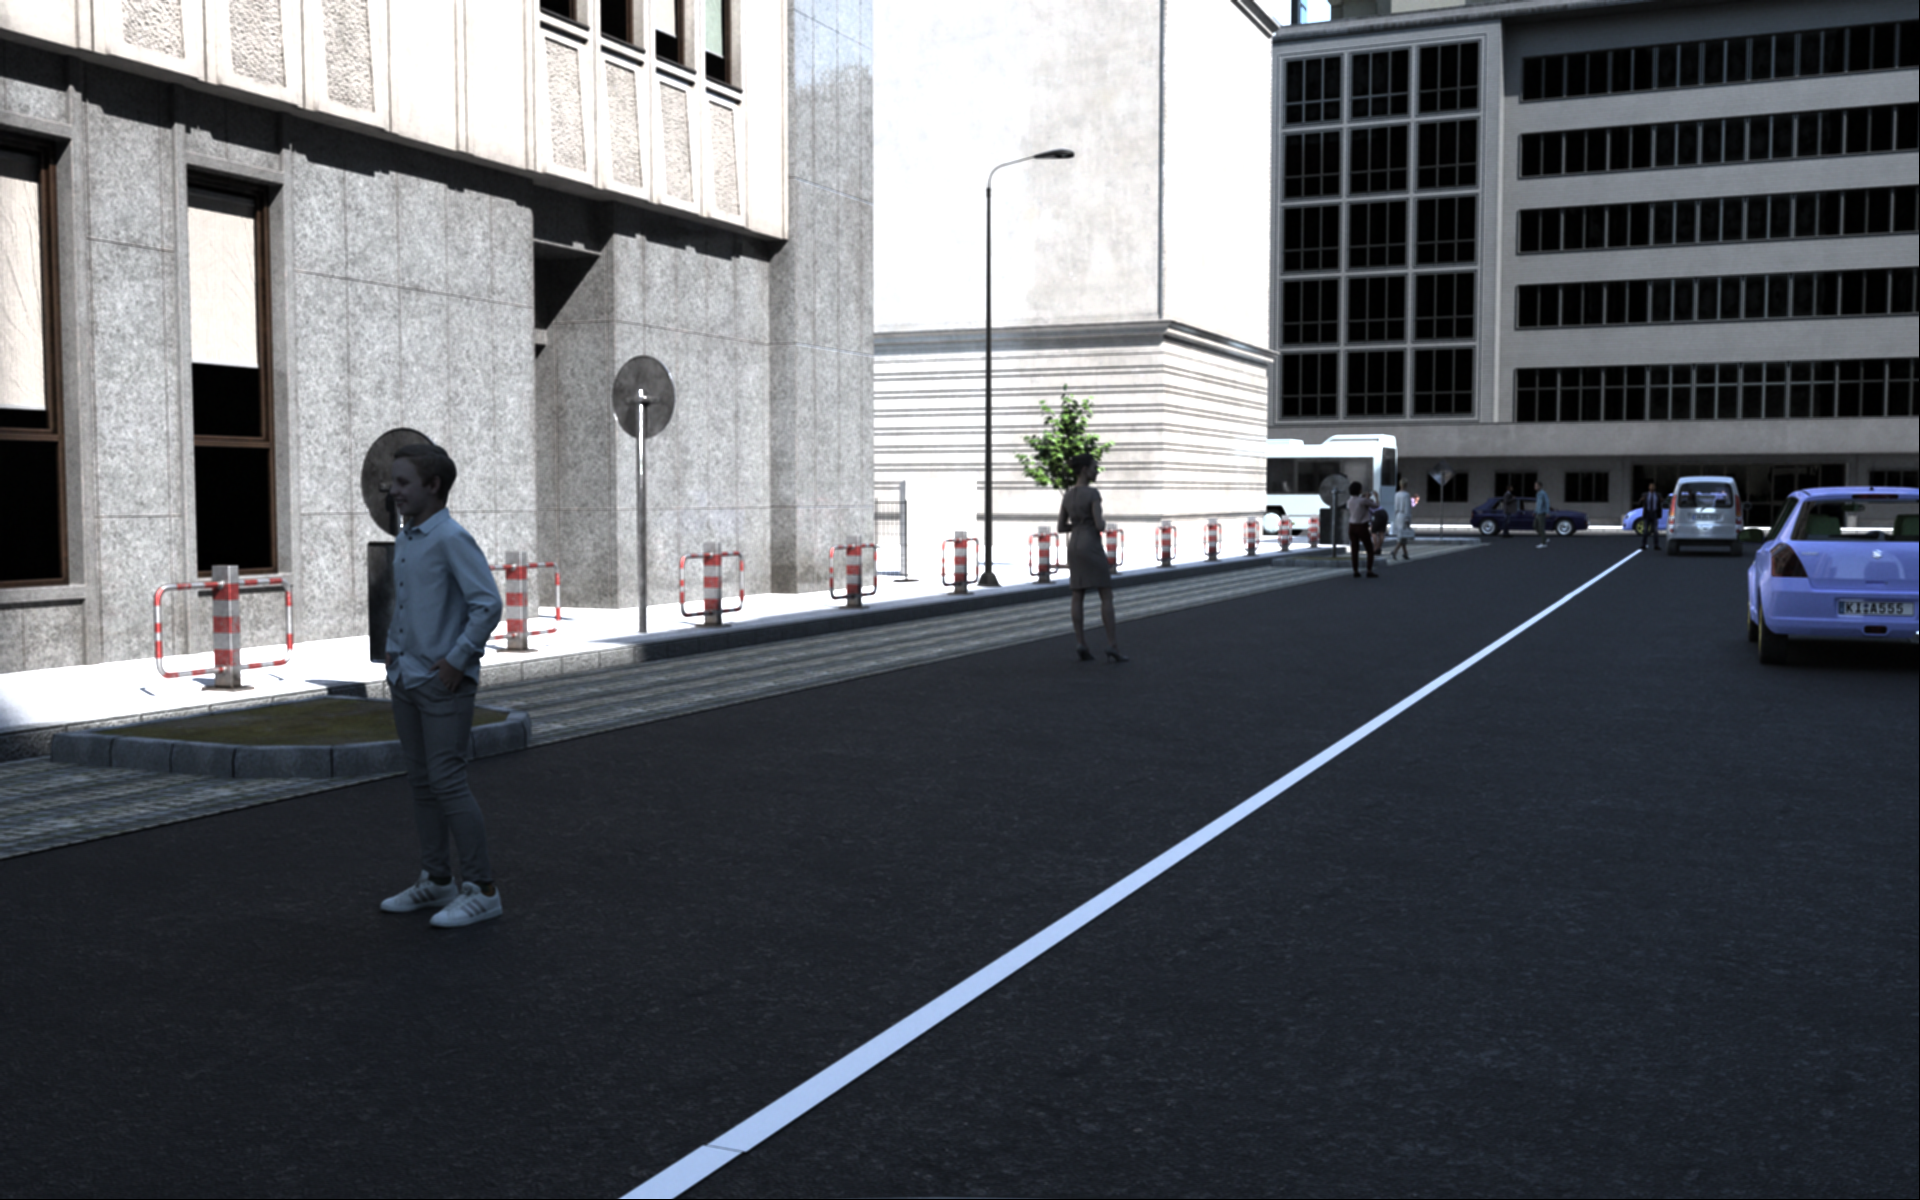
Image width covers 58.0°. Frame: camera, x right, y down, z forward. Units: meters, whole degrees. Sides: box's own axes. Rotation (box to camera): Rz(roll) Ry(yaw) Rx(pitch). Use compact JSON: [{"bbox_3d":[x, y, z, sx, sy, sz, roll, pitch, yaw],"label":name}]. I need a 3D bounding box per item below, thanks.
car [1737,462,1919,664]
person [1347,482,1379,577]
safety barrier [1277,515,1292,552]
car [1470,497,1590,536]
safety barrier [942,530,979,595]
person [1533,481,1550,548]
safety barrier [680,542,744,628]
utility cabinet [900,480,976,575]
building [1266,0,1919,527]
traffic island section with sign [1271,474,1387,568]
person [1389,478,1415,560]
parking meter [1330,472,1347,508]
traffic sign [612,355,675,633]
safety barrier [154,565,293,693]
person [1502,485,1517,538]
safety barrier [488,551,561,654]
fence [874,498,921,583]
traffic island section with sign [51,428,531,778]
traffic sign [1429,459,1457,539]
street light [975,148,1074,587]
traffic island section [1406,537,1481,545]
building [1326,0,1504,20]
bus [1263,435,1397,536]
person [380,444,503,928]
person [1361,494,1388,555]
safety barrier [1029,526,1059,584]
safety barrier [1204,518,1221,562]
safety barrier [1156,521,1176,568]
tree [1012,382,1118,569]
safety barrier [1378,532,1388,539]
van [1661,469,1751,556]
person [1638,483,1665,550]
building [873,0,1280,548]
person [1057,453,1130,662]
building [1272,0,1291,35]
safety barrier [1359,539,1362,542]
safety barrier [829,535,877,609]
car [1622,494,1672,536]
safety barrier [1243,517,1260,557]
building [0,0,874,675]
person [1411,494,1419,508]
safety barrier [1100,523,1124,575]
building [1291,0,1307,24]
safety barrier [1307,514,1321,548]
[{"bbox_3d":[8.050,-0.365,15.563,1.945,1.707,3.694,1,4,22],"label":"car"},{"bbox_3d":[6.953,-1.219,29.891,0.566,1.644,0.517,0,4,-4],"label":"person"},{"bbox_3d":[7.206,-1.475,38.387,0.300,0.817,1.120,2,4,24],"label":"safety barrier"},{"bbox_3d":[19.667,-2.885,59.751,3.894,1.354,1.945,1,4,23],"label":"car"},{"bbox_3d":[0.010,-0.479,22.113,0.300,0.817,1.120,2,4,24],"label":"safety barrier"},{"bbox_3d":[15.559,-2.290,46.279,0.444,1.785,0.601,0,4,7],"label":"person"},{"bbox_3d":[-2.384,-0.148,16.698,0.300,0.817,1.120,2,4,24],"label":"safety barrier"},{"bbox_3d":[-0.351,-1.139,27.307,1.173,1.500,0.318,-1,4,-21],"label":"utility cabinet"},{"bbox_3d":[28.130,-15.530,72.988,30.058,24.678,14.314,2,4,24],"label":"building"},{"bbox_3d":[7.381,-1.571,34.322,1.989,1.847,2.006,2,4,24],"label":"traffic island section with sign"},{"bbox_3d":[9.554,-1.755,37.539,0.624,1.780,0.694,-1,4,-11],"label":"person"},{"bbox_3d":[9.858,-2.407,45.071,0.399,1.863,0.255,-2,4,-28],"label":"parking meter"},{"bbox_3d":[-2.934,-0.968,15.938,0.768,2.556,0.104,2,4,33],"label":"traffic sign"},{"bbox_3d":[-4.779,0.183,11.287,0.300,0.817,1.120,2,4,24],"label":"safety barrier"},{"bbox_3d":[18.094,-2.915,56.976,0.431,1.722,0.655,1,4,21],"label":"person"},{"bbox_3d":[-3.581,0.017,13.994,0.300,0.817,1.120,2,4,24],"label":"safety barrier"},{"bbox_3d":[-1.635,-0.894,25.822,2.264,1.192,0.480,2,4,35],"label":"fence"},{"bbox_3d":[-3.531,-0.063,9.665,1.989,1.847,2.006,2,4,24],"label":"traffic island section with sign"},{"bbox_3d":[13.792,-2.808,49.561,0.795,2.450,0.064,2,4,24],"label":"traffic sign"},{"bbox_3d":[0.886,-3.126,23.650,1.470,5.913,1.316,2,4,24],"label":"street light"},{"bbox_3d":[13.768,-1.673,49.632,2.009,0.180,2.903,2,4,24],"label":"traffic island section"},{"bbox_3d":[42.452,-31.964,146.305,21.300,48.544,21.600,2,4,24],"label":"building"},{"bbox_3d":[7.535,-3.828,57.447,13.247,3.499,2.948,2,4,25],"label":"bus"},{"bbox_3d":[-1.810,0.268,5.932,0.330,1.601,0.589,-3,4,-38],"label":"person"},{"bbox_3d":[9.659,-1.758,40.484,0.421,1.427,0.697,-3,5,-44],"label":"person"},{"bbox_3d":[1.207,-0.645,24.821,0.300,0.817,1.120,2,4,24],"label":"safety barrier"},{"bbox_3d":[4.810,-1.144,32.972,0.300,0.817,1.120,2,4,24],"label":"safety barrier"},{"bbox_3d":[3.602,-0.977,30.245,0.300,0.817,1.120,2,4,24],"label":"safety barrier"},{"bbox_3d":[1.862,-2.174,30.146,1.663,3.219,1.824,0,3,0],"label":"tree"},{"bbox_3d":[11.994,-2.137,49.214,0.300,0.817,1.120,2,4,24],"label":"safety barrier"},{"bbox_3d":[17.857,-2.108,41.481,2.013,2.044,4.112,2,4,23],"label":"van"},{"bbox_3d":[17.724,-2.145,44.397,0.655,1.722,0.431,2,4,23],"label":"person"},{"bbox_3d":[-2.174,-12.997,48.659,21.152,22.565,11.583,2,4,24],"label":"building"},{"bbox_3d":[1.143,-0.372,14.928,0.374,1.781,0.599,-3,5,-43],"label":"person"},{"bbox_3d":[0.133,-18.771,84.395,29.804,29.767,11.434,2,4,24],"label":"building"},{"bbox_3d":[10.795,-1.972,46.511,0.300,0.817,1.120,2,4,24],"label":"safety barrier"},{"bbox_3d":[-1.187,-0.314,19.409,0.300,0.817,1.120,2,4,24],"label":"safety barrier"},{"bbox_3d":[24.720,-3.050,59.461,3.694,1.707,1.945,2,4,26],"label":"car"},{"bbox_3d":[6.006,-1.309,35.676,0.300,0.817,1.120,2,4,24],"label":"safety barrier"},{"bbox_3d":[-10.694,-12.149,16.665,12.078,24.808,19.932,2,4,24],"label":"building"},{"bbox_3d":[17.307,-3.361,66.679,0.697,1.427,0.421,1,4,9],"label":"person"},{"bbox_3d":[2.411,-0.811,27.538,0.300,0.817,1.120,2,4,24],"label":"safety barrier"},{"bbox_3d":[27.603,-54.443,202.810,31.000,86.520,22.319,2,4,24],"label":"building"},{"bbox_3d":[8.404,-1.641,41.101,0.300,0.817,1.120,2,4,24],"label":"safety barrier"}]
